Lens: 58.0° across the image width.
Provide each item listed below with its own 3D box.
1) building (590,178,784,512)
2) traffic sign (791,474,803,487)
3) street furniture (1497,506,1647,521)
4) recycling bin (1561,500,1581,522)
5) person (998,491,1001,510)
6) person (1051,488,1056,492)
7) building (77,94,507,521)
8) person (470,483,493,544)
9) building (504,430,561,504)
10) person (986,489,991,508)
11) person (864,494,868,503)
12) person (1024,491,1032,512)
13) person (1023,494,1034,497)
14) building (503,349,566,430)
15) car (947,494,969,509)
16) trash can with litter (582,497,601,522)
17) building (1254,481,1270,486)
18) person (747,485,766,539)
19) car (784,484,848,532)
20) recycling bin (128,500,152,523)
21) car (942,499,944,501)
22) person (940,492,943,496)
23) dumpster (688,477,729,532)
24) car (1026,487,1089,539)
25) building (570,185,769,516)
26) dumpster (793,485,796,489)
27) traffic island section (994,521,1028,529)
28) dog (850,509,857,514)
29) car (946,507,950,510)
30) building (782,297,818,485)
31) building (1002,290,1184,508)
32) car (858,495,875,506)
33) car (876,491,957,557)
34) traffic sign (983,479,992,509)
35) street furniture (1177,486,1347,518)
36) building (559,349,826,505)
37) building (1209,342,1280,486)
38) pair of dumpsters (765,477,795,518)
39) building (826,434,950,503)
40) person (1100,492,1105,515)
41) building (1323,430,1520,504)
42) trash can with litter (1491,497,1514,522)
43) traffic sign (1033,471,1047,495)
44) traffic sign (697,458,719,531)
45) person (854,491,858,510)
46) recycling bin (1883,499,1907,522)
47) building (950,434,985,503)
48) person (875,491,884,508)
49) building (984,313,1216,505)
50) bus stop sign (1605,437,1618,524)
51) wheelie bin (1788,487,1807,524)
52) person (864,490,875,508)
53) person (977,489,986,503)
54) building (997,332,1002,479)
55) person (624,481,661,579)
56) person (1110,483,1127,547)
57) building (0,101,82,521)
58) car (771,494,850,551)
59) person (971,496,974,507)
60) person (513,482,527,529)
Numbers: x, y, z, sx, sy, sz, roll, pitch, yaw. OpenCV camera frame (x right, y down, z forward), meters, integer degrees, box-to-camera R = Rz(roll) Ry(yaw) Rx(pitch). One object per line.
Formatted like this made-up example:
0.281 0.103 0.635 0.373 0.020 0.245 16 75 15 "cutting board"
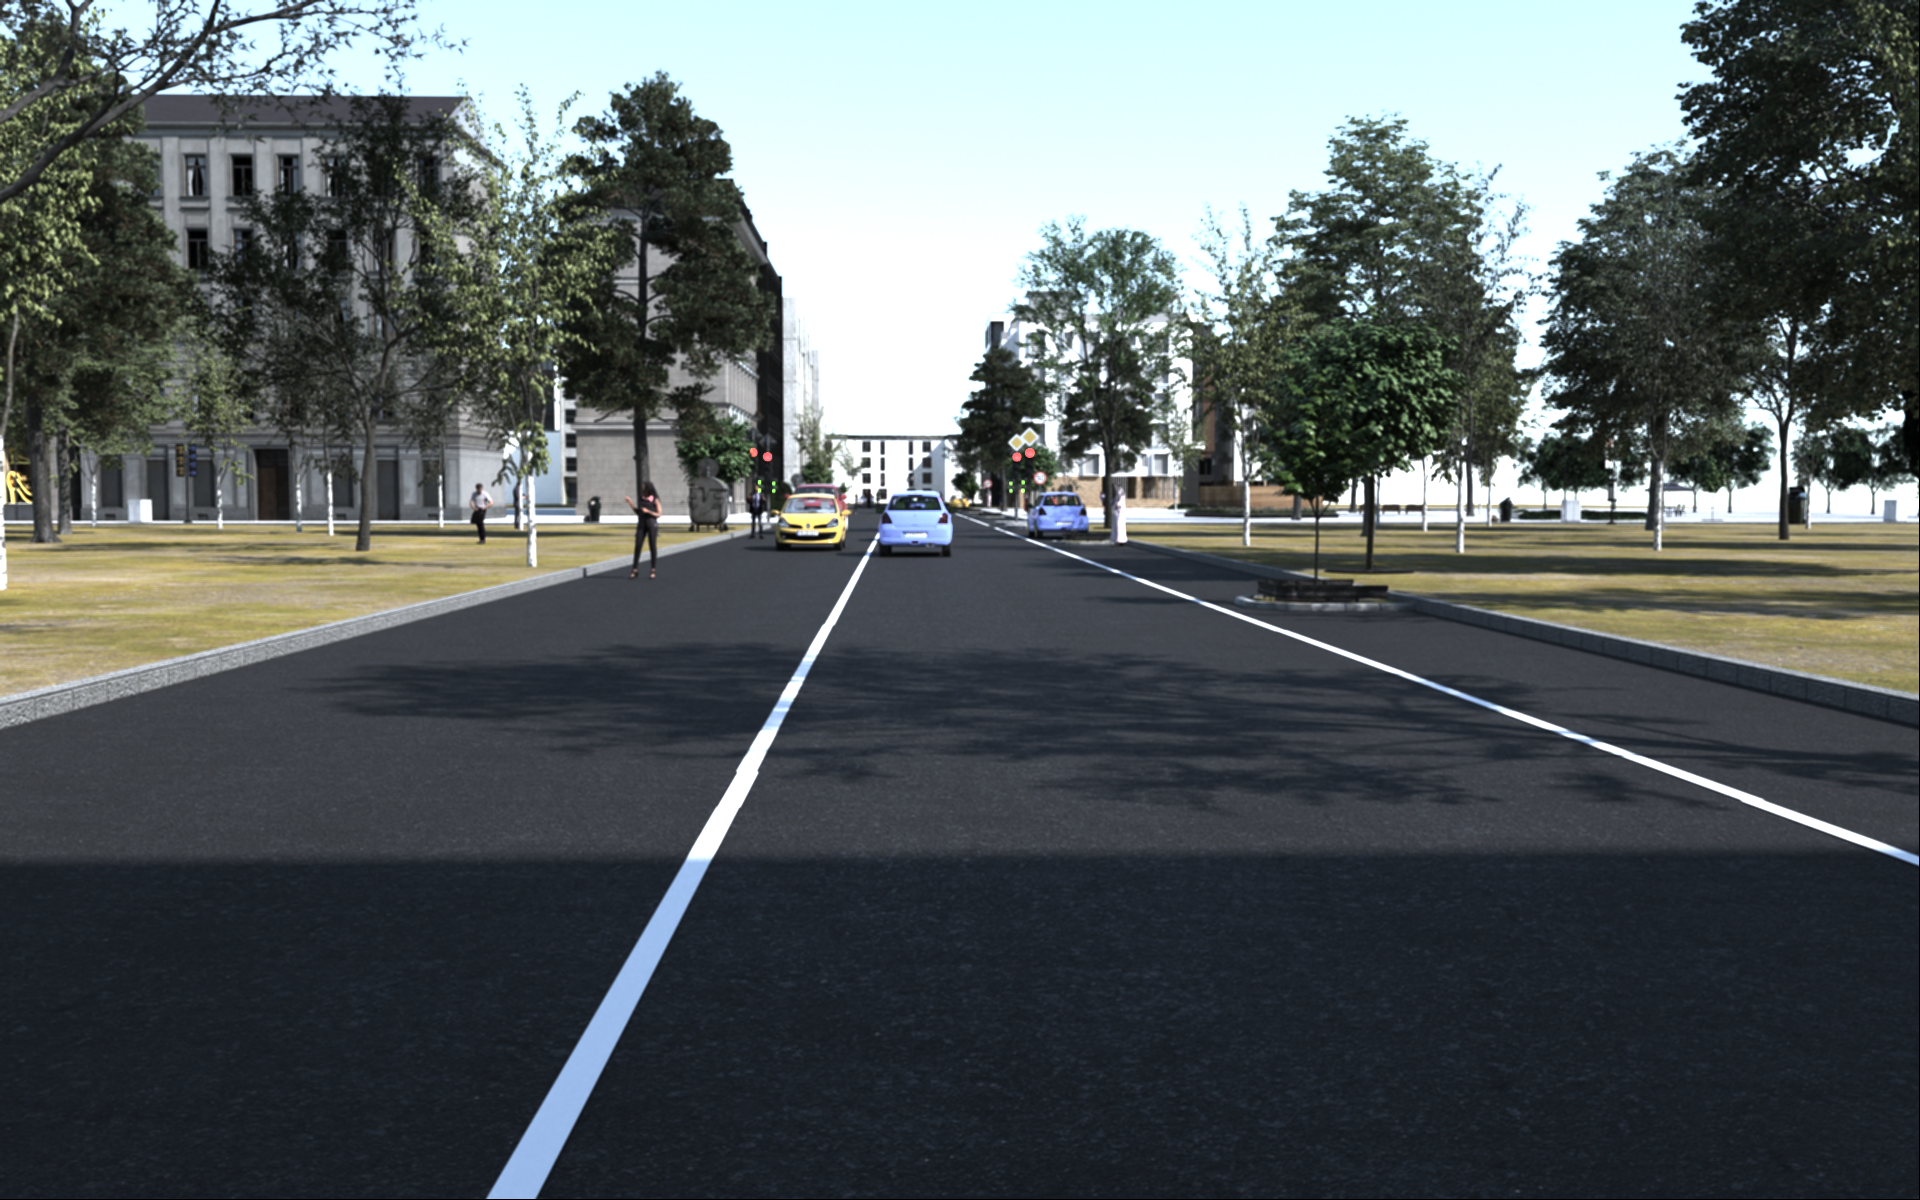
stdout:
-19.980 -18.356 129.797 12.332 23.373 15.834 0 4 -2 "building"
-10.201 -6.619 108.323 0.768 2.556 0.104 0 4 2 "traffic sign"
30.757 -4.408 87.691 5.734 0.657 10.072 0 4 2 "street furniture"
28.290 -4.137 80.197 0.722 1.027 0.722 0 4 3 "recycling bin"
3.337 -8.137 141.449 0.546 1.535 0.453 0 4 2 "person"
4.876 -5.071 90.660 0.593 1.614 0.444 -2 4 -30 "person"
-32.778 -14.496 86.154 18.267 20.994 9.793 0 4 -2 "building"
-12.351 -2.231 44.725 0.614 1.554 0.590 1 4 12 "person"
-63.723 -17.128 222.190 28.070 9.664 9.099 0 4 -2 "building"
2.627 -9.427 160.847 0.551 1.740 0.621 1 4 8 "person"
-10.566 -11.335 197.067 0.697 1.427 0.421 0 4 2 "person"
4.738 -6.875 120.914 0.523 1.526 0.387 -1 4 -12 "person"
6.273 -9.296 158.717 1.217 1.739 0.721 2 4 34 "person"
-58.838 -25.074 253.935 32.646 21.610 27.936 0 4 -2 "building"
-0.136 -9.024 157.760 2.015 1.641 3.980 0 4 -3 "car"
-16.791 -4.119 78.729 1.055 1.170 0.624 3 5 42 "trash can with litter"
42.169 -25.262 257.006 32.646 21.610 27.936 0 4 -2 "building"
-6.545 -2.834 55.657 0.655 1.722 0.431 1 4 9 "person"
-5.236 -3.347 63.398 2.281 1.827 5.304 0 4 0 "car"
-36.927 -4.002 77.992 0.722 1.027 0.722 1 4 11 "recycling bin"
-2.231 -7.497 134.571 2.014 1.417 4.499 0 4 -3 "car"
-2.508 -12.605 215.312 1.217 1.735 0.721 3 5 42 "person"
-8.531 -3.239 58.716 1.264 1.857 1.865 0 4 -2 "dumpster"
3.150 -2.857 56.298 1.945 1.707 3.694 0 4 -4 "car"
-18.026 -15.346 101.820 10.553 20.767 40.483 0 4 -2 "building"
-10.253 -6.343 109.460 1.264 1.857 1.865 0 4 -2 "dumpster"
2.622 -3.523 79.885 2.009 0.180 2.903 0 4 -2 "traffic island section"
-7.659 -6.366 124.282 0.748 0.427 0.550 0 4 -2 "dog"
-1.309 -2.684 53.673 2.009 1.686 4.222 0 4 -2 "car"
-23.514 -18.614 170.793 16.747 18.905 31.486 0 4 -2 "building"
12.675 -18.981 166.759 16.016 20.091 11.380 0 4 -2 "building"
-10.931 -11.627 202.470 2.083 1.381 4.827 0 4 -1 "car"
-1.036 -1.919 40.964 1.945 1.707 3.694 0 4 -1 "car"
2.383 -9.053 148.127 0.768 2.556 0.104 0 4 0 "traffic sign"
15.916 -5.415 95.390 9.812 1.723 11.010 -2 4 -24 "street furniture"
-33.127 -21.570 219.130 31.486 18.905 16.747 0 4 -2 "building"
39.037 -22.351 221.853 11.380 20.091 16.016 0 4 -2 "building"
-9.835 -5.661 95.051 1.574 2.255 4.436 0 4 -2 "pair of dumpsters"
-15.933 -18.589 246.082 28.070 9.664 9.099 0 4 -2 "building"
8.941 -6.022 107.729 0.421 1.427 0.697 -2 4 -30 "person"
58.665 -17.342 225.690 28.070 9.664 9.099 0 4 -2 "building"
24.920 -4.184 79.788 1.055 1.170 0.624 0 4 0 "trash can with litter"
4.438 -5.863 95.960 0.768 2.556 0.104 0 4 2 "traffic sign"
-8.846 -3.711 60.783 0.768 2.556 0.104 0 4 6 "traffic sign"
-9.262 -8.980 156.125 0.445 1.727 0.742 -3 5 -41 "person"
43.658 -4.177 80.840 0.722 1.027 0.722 -1 4 -21 "recycling bin"
12.113 -18.662 247.262 28.070 9.664 9.099 0 4 -2 "building"
-8.458 -10.329 178.095 1.217 1.735 0.721 0 4 -4 "person"
16.821 -22.534 212.398 27.936 21.610 32.646 0 4 -2 "building"
27.376 -5.152 72.934 0.855 3.939 0.416 -3 5 -42 "bus stop sign"
35.537 -4.015 73.555 0.693 1.594 0.980 -3 5 -43 "wheelie bin"
-9.138 -10.158 174.527 1.348 1.831 0.705 2 4 25 "person"
2.299 -10.015 169.884 1.348 1.812 0.705 3 4 37 "person"
12.079 -19.675 178.110 16.016 20.091 11.380 0 4 -2 "building"
-5.354 -1.180 29.268 0.593 1.643 0.415 -1 4 -21 "person"
4.284 -2.325 47.184 0.621 1.740 0.551 -2 4 -30 "person"
-62.129 -14.317 84.989 40.483 20.767 10.553 0 4 -2 "building"
-3.862 -2.133 45.102 2.015 1.641 3.980 0 4 -2 "car"
1.288 -10.479 178.206 0.721 1.723 1.217 1 4 13 "person"
-16.228 -3.522 64.076 0.568 1.767 0.683 -1 4 -8 "person"
